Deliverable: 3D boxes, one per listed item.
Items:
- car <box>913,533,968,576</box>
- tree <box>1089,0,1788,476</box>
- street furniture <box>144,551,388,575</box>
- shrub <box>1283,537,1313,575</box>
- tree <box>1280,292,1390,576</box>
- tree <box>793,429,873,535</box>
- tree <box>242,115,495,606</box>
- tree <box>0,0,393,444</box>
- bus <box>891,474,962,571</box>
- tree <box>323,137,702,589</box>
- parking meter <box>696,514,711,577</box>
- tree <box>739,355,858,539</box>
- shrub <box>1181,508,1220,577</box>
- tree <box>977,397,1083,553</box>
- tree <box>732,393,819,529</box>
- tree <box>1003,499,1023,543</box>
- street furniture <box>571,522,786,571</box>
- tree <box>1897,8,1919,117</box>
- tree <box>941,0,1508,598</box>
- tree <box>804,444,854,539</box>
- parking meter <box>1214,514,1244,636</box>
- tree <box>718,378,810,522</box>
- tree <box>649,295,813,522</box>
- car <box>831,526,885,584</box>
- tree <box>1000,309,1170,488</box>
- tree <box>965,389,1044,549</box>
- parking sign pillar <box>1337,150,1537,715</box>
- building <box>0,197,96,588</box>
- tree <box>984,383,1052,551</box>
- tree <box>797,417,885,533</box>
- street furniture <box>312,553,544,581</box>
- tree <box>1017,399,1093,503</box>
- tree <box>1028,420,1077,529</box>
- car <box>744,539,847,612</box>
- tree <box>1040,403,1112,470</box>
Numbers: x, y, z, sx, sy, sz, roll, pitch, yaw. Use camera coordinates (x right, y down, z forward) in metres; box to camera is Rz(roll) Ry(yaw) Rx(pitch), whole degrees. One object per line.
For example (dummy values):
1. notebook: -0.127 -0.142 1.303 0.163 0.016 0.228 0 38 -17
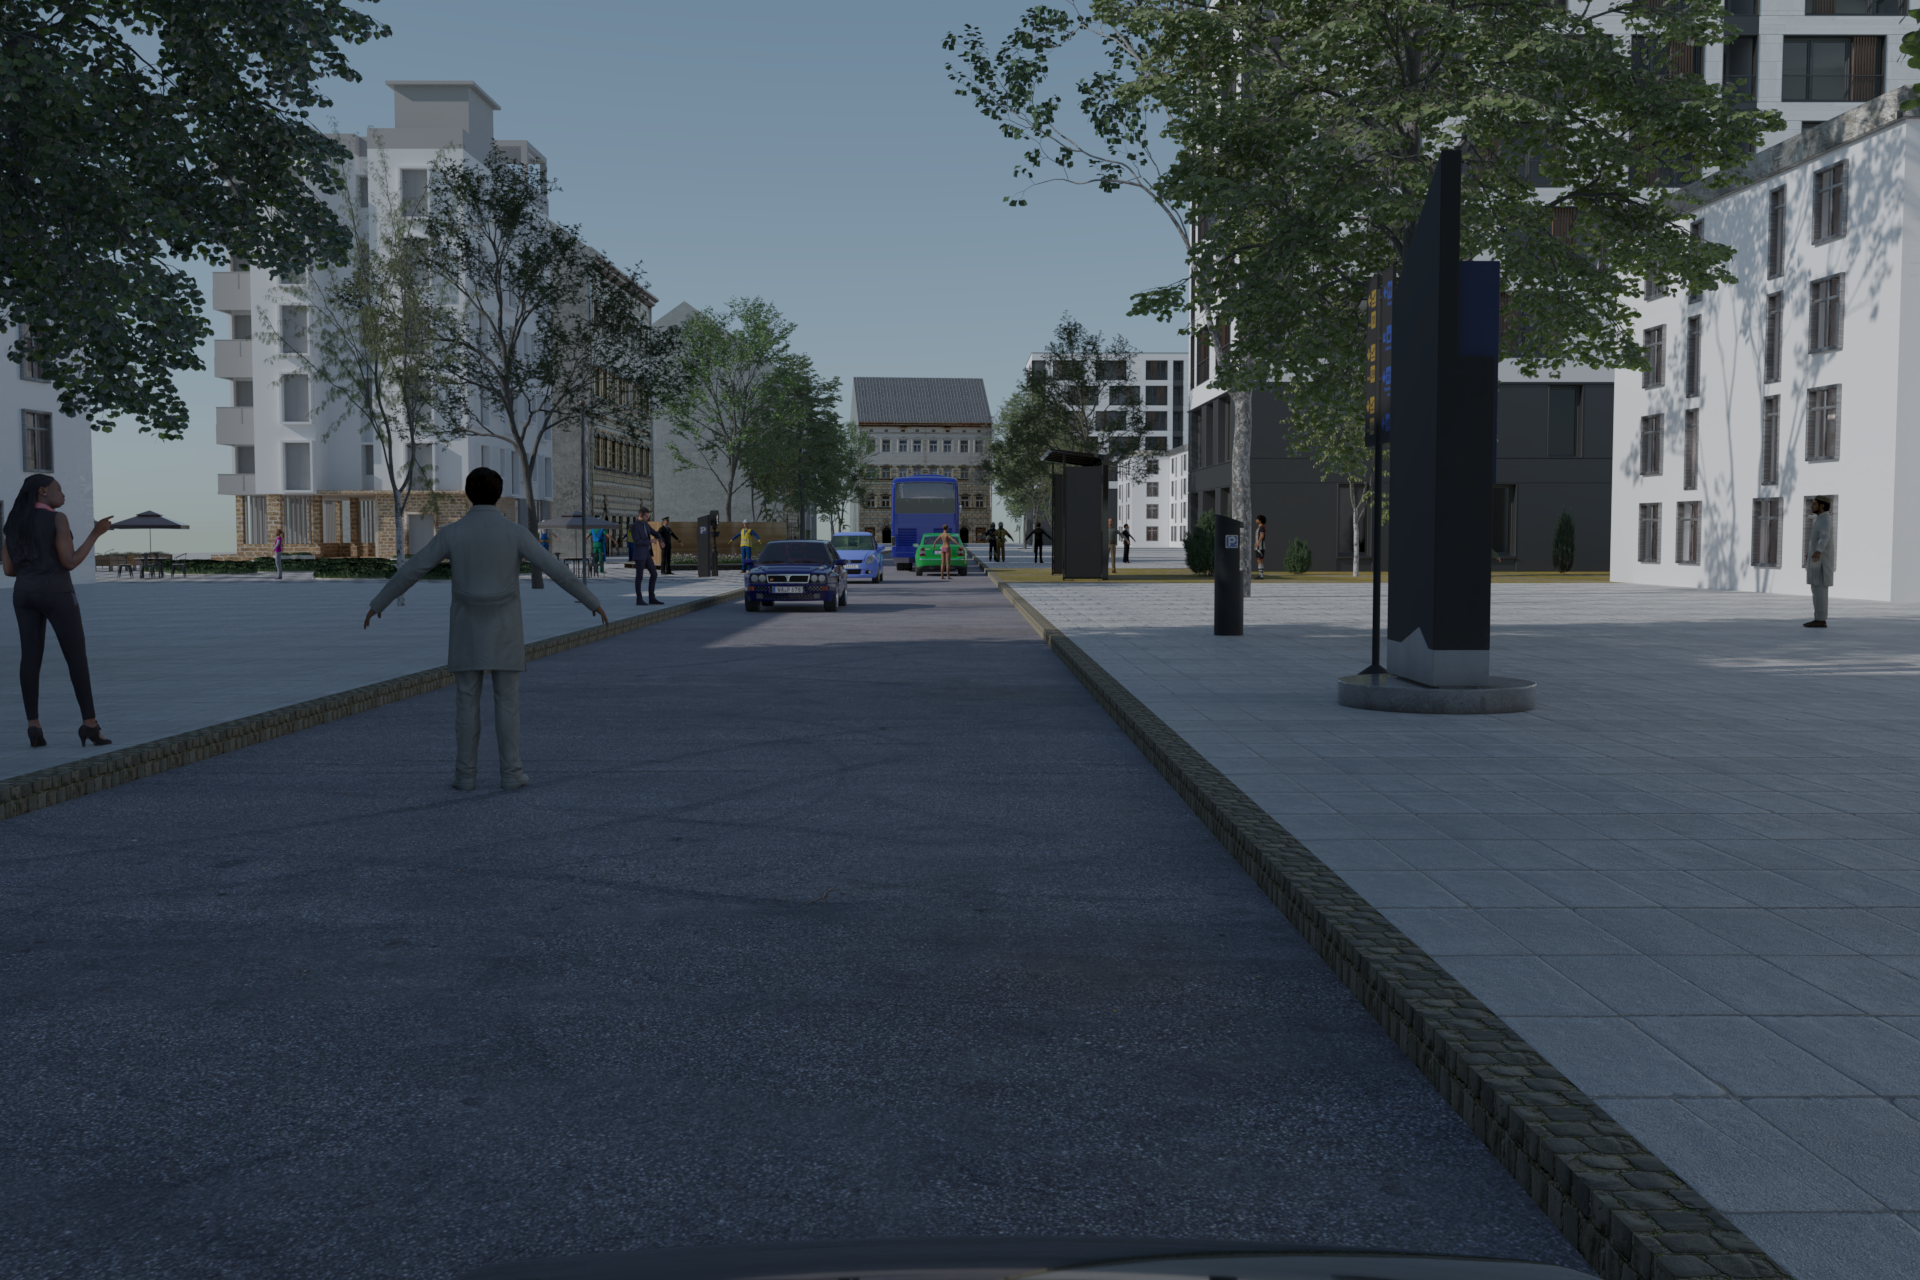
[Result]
1. car: -0.670 -3.169 60.617 1.959 1.807 4.718 0 4 -1
2. tree: 5.372 -6.244 20.222 7.486 12.596 7.792 0 3 0
3. street furniture: -23.565 -2.657 59.071 5.734 0.657 10.072 1 4 21
4. shrub: 10.722 -2.682 54.966 1.383 1.207 1.383 0 3 0
5. tree: 11.857 -6.217 52.010 4.737 8.622 4.395 0 3 0
6. tree: -10.548 -12.633 140.965 7.601 10.594 8.767 1 4 22
7. tree: -9.894 -4.930 30.968 4.360 8.622 3.978 0 3 0
8. tree: -9.592 -6.684 15.938 9.857 13.997 8.962 0 3 0
9. bus: -1.329 -4.828 70.483 2.896 3.916 12.251 0 4 0
10. tree: -10.095 -6.495 40.612 8.767 10.594 7.601 -3 4 -36
11. parking meter: -7.666 -2.816 51.760 0.399 1.863 0.255 0 4 1
12. tree: -10.323 -11.735 109.986 7.486 12.596 7.792 0 3 0
13. shrub: 7.553 -2.966 52.528 1.661 2.075 1.752 0 3 0
14. tree: 5.025 -11.182 117.236 8.767 10.594 7.601 1 4 16
15. tree: -10.163 -8.501 89.358 4.360 8.622 3.978 0 3 0
16. tree: 8.056 -17.708 239.883 4.737 8.622 4.395 0 3 0
17. street furniture: -7.988 -3.484 63.814 11.010 1.723 9.812 -2 4 -26
18. tree: 6.168 -5.360 5.770 7.486 12.596 7.792 0 3 0
19. tree: 5.845 -11.015 35.988 12.611 20.169 13.585 0 3 0
20. tree: -9.888 -11.146 132.606 4.737 8.622 4.395 0 3 0
21. parking meter: 3.412 -0.828 21.955 0.372 1.533 0.369 0 3 0
22. tree: -9.487 -8.038 81.789 4.737 8.622 4.395 0 3 0
23. tree: -9.932 -9.119 74.850 9.928 11.665 9.643 0 3 0
24. car: -3.167 -2.550 51.277 1.945 1.707 3.694 0 3 0
25. tree: 5.171 -8.448 72.540 7.601 10.594 8.767 0 4 1
26. tree: 5.470 -14.470 146.962 12.009 13.543 11.850 0 3 0
27. parking sign pillar: 3.572 -1.494 12.901 1.447 3.967 1.447 0 4 -1
28. building: -23.422 -5.444 31.153 9.099 9.664 28.070 0 4 1
29. tree: 5.250 -12.966 130.125 7.486 12.596 7.792 0 3 0
30. tree: -10.454 -13.794 151.289 9.928 11.665 9.643 0 3 0
31. street furniture: -15.768 -2.231 52.095 5.734 0.657 10.072 0 4 0
32. tree: 5.456 -8.408 87.827 4.360 8.622 3.978 0 3 0
33. tree: 5.624 -9.520 106.007 4.360 8.622 3.978 0 3 0
34. car: -3.115 -1.265 33.259 1.945 1.354 3.894 0 3 0
35. tree: 6.189 -8.742 93.299 4.737 8.622 4.395 0 3 0
